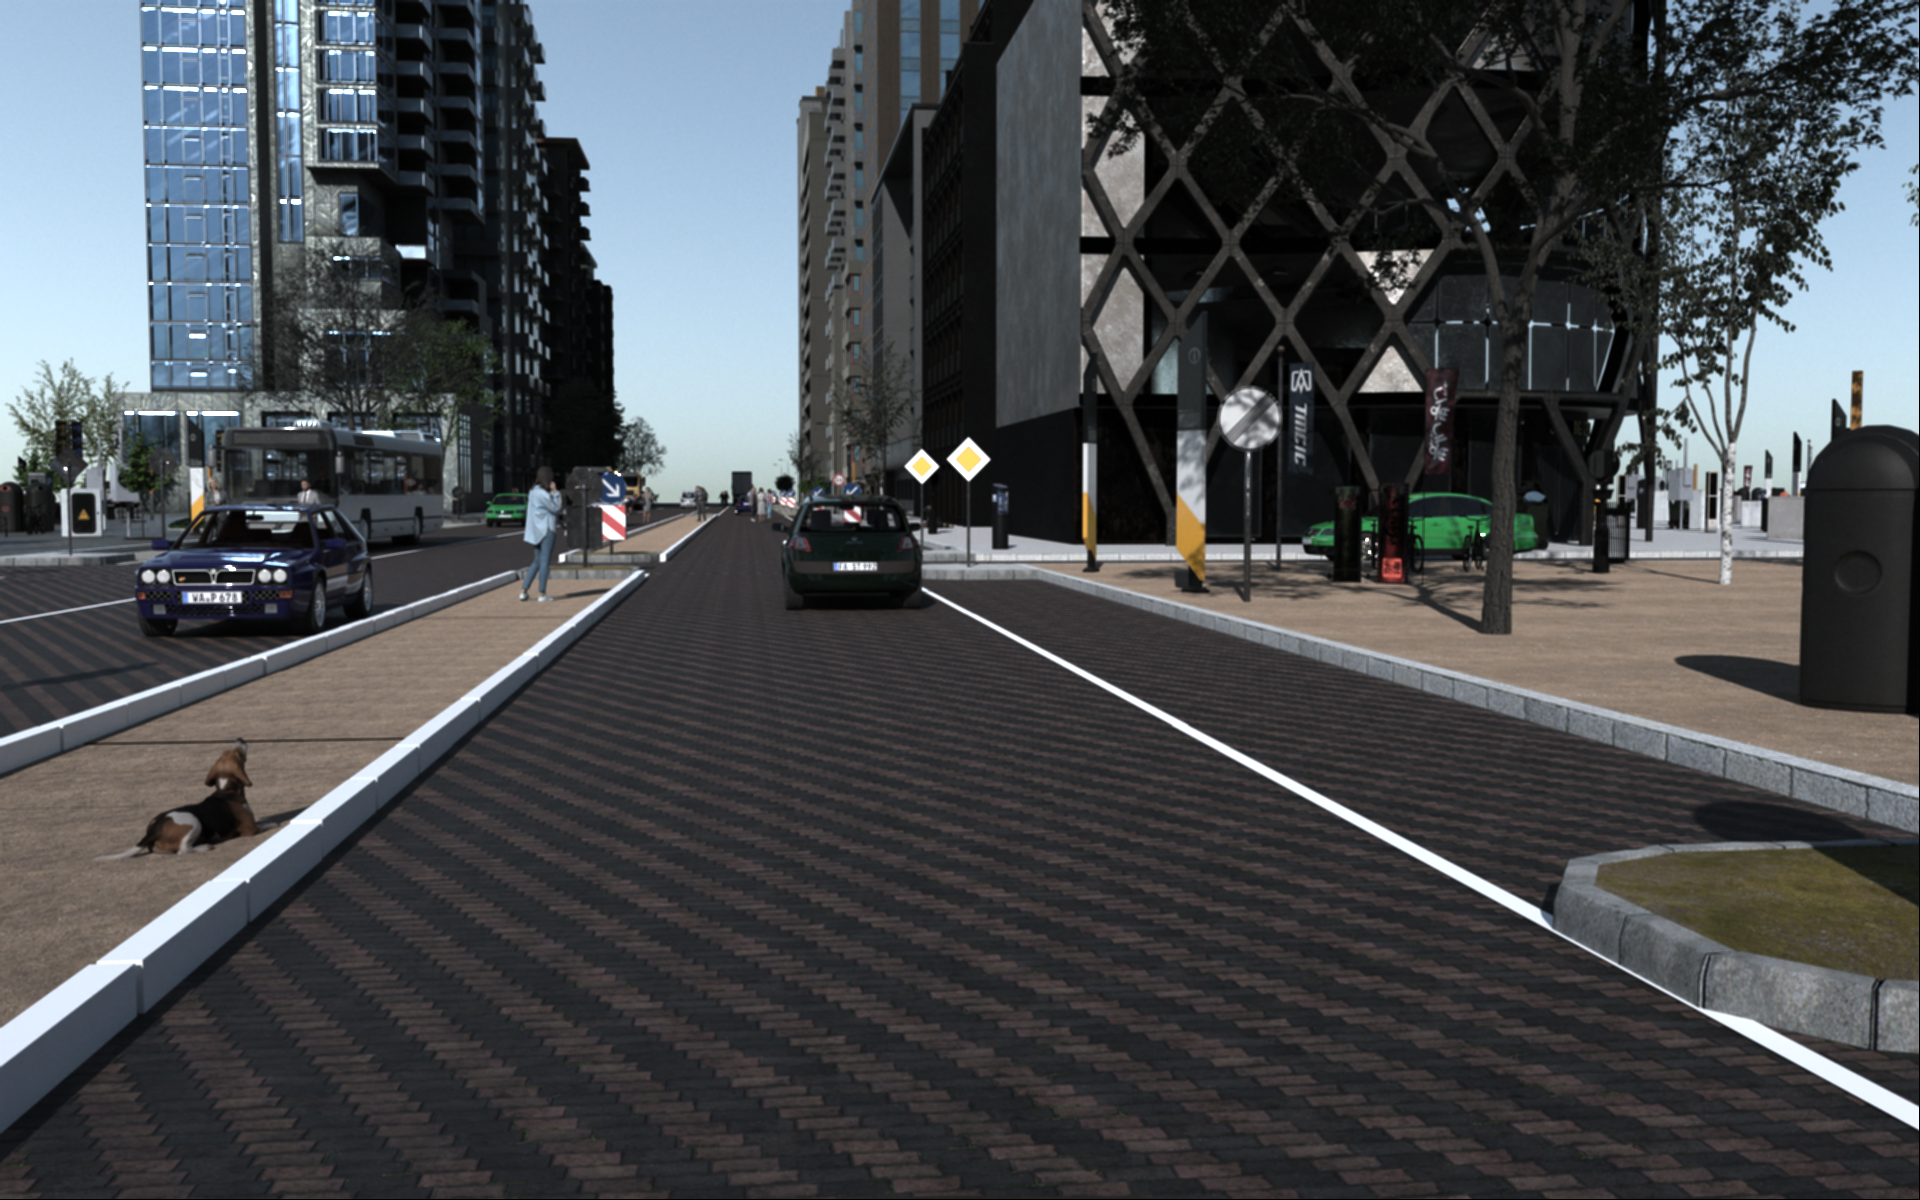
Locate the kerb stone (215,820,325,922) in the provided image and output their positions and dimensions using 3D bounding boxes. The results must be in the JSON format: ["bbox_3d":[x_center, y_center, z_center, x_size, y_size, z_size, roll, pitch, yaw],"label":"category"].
[{"bbox_3d":[-2.496,0.977,6.279,0.120,0.150,1.000,0,4,-7],"label":"kerb stone"}]

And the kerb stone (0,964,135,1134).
[{"bbox_3d":[-2.255,1.099,4.243,0.120,0.150,1.000,0,4,-7],"label":"kerb stone"}]

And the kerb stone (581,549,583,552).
[{"bbox_3d":[-8.843,-1.094,40.137,0.120,0.150,1.000,0,4,-7],"label":"kerb stone"}]

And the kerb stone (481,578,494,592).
[{"bbox_3d":[-7.003,-0.189,25.368,0.120,0.150,1.000,0,4,-7],"label":"kerb stone"}]

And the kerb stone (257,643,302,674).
[{"bbox_3d":[-5.595,0.491,14.160,0.120,0.150,1.000,0,4,-7],"label":"kerb stone"}]

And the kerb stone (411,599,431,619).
[{"bbox_3d":[-6.366,0.118,20.264,0.120,0.150,1.000,0,4,-7],"label":"kerb stone"}]

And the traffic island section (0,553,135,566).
[{"bbox_3d":[-18.575,-0.847,36.133,2.009,0.180,2.903,0,4,-7],"label":"traffic island section"}]

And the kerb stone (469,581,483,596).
[{"bbox_3d":[-6.880,-0.130,24.341,0.120,0.150,1.000,0,4,-7],"label":"kerb stone"}]

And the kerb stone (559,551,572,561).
[{"bbox_3d":[-8.467,-0.910,37.078,0.120,0.150,1.000,0,4,-7],"label":"kerb stone"}]

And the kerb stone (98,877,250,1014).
[{"bbox_3d":[-2.371,1.036,5.259,0.120,0.150,1.000,0,4,-7],"label":"kerb stone"}]

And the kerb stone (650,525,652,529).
[{"bbox_3d":[-12.407,-2.839,68.619,0.120,0.150,1.000,0,4,-7],"label":"kerb stone"}]

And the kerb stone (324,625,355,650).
[{"bbox_3d":[-5.859,0.370,16.190,0.120,0.150,1.000,0,4,-7],"label":"kerb stone"}]

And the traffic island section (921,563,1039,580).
[{"bbox_3d":[0.169,-0.497,30.413,2.009,0.180,2.903,0,4,-7],"label":"traffic island section"}]

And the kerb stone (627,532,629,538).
[{"bbox_3d":[-10.751,-2.030,55.392,0.120,0.150,1.000,0,4,-7],"label":"kerb stone"}]

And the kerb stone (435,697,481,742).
[{"bbox_3d":[-3.018,0.728,10.365,0.120,0.150,1.000,0,4,-7],"label":"kerb stone"}]

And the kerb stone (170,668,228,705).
[{"bbox_3d":[-5.354,0.616,12.123,0.120,0.150,1.000,0,4,-7],"label":"kerb stone"}]

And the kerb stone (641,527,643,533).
[{"bbox_3d":[-11.641,-2.467,62.523,0.120,0.150,1.000,0,4,-7],"label":"kerb stone"}]

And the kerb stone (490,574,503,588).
[{"bbox_3d":[-7.132,-0.256,26.382,0.120,0.150,1.000,0,4,-7],"label":"kerb stone"}]

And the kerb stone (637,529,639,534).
[{"bbox_3d":[-11.390,-2.341,60.475,0.120,0.150,1.000,0,4,-7],"label":"kerb stone"}]

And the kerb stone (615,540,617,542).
[{"bbox_3d":[-10.121,-1.717,50.297,0.120,0.150,1.000,0,4,-7],"label":"kerb stone"}]

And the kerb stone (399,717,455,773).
[{"bbox_3d":[-2.885,0.786,9.347,0.120,0.150,1.000,0,4,-7],"label":"kerb stone"}]

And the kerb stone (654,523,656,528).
[{"bbox_3d":[-12.787,-3.024,71.669,0.120,0.150,1.000,0,4,-7],"label":"kerb stone"}]

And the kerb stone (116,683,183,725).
[{"bbox_3d":[-5.225,0.678,11.106,0.120,0.150,1.000,0,4,-7],"label":"kerb stone"}]

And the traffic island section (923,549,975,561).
[{"bbox_3d":[-0.820,-0.982,38.337,2.009,0.180,2.903,0,4,-7],"label":"traffic island section"}]

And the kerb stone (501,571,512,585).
[{"bbox_3d":[-7.259,-0.318,27.396,0.120,0.150,1.000,0,4,-7],"label":"kerb stone"}]

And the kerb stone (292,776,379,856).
[{"bbox_3d":[-2.631,0.911,7.305,0.120,0.150,1.000,0,4,-7],"label":"kerb stone"}]

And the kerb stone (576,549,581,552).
[{"bbox_3d":[-8.721,-1.035,39.117,0.120,0.150,1.000,0,4,-7],"label":"kerb stone"}]

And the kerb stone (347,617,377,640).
[{"bbox_3d":[-5.990,0.305,17.204,0.120,0.150,1.000,0,4,-7],"label":"kerb stone"}]

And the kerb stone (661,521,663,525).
[{"bbox_3d":[-13.556,-3.400,77.782,0.120,0.150,1.000,0,4,-7],"label":"kerb stone"}]

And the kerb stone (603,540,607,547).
[{"bbox_3d":[-9.606,-1.470,46.237,0.120,0.150,1.000,0,4,-7],"label":"kerb stone"}]

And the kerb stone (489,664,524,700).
[{"bbox_3d":[-3.269,0.601,12.400,0.120,0.150,1.000,0,4,-7],"label":"kerb stone"}]

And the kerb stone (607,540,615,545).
[{"bbox_3d":[-9.994,-1.651,49.282,0.120,0.150,1.000,0,4,-7],"label":"kerb stone"}]

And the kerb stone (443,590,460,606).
[{"bbox_3d":[-6.621,0.000,22.303,0.120,0.150,1.000,0,4,-7],"label":"kerb stone"}]

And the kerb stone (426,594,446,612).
[{"bbox_3d":[-6.494,0.056,21.288,0.120,0.150,1.000,0,4,-7],"label":"kerb stone"}]

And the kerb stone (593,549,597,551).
[{"bbox_3d":[-9.357,-1.346,44.201,0.120,0.150,1.000,0,4,-7],"label":"kerb stone"}]

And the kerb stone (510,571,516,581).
[{"bbox_3d":[-7.386,-0.380,28.415,0.120,0.150,1.000,0,4,-7],"label":"kerb stone"}]

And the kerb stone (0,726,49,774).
[{"bbox_3d":[-4.973,0.803,9.074,0.120,0.150,1.000,0,4,-7],"label":"kerb stone"}]

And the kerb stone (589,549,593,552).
[{"bbox_3d":[-9.101,-1.221,42.173,0.120,0.150,1.000,0,4,-7],"label":"kerb stone"}]

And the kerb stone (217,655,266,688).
[{"bbox_3d":[-5.485,0.558,13.137,0.120,0.150,1.000,0,4,-7],"label":"kerb stone"}]

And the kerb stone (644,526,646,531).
[{"bbox_3d":[-11.900,-2.591,64.552,0.120,0.150,1.000,0,4,-7],"label":"kerb stone"}]

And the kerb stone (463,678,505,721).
[{"bbox_3d":[-3.140,0.661,11.386,0.120,0.150,1.000,0,4,-7],"label":"kerb stone"}]

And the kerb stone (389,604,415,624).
[{"bbox_3d":[-6.244,0.180,19.249,0.120,0.150,1.000,0,4,-7],"label":"kerb stone"}]

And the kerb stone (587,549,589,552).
[{"bbox_3d":[-8.984,-1.156,41.158,0.120,0.150,1.000,0,4,-7],"label":"kerb stone"}]

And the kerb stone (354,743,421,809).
[{"bbox_3d":[-2.759,0.849,8.331,0.120,0.150,1.000,0,4,-7],"label":"kerb stone"}]

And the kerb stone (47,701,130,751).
[{"bbox_3d":[-5.093,0.740,10.092,0.120,0.150,1.000,0,4,-7],"label":"kerb stone"}]

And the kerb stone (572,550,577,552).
[{"bbox_3d":[-8.586,-0.969,38.094,0.120,0.150,1.000,0,4,-7],"label":"kerb stone"}]

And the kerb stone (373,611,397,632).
[{"bbox_3d":[-6.116,0.247,18.229,0.120,0.150,1.000,0,4,-7],"label":"kerb stone"}]

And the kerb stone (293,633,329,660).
[{"bbox_3d":[-5.734,0.430,15.175,0.120,0.150,1.000,0,4,-7],"label":"kerb stone"}]

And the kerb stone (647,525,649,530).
[{"bbox_3d":[-12.155,-2.714,66.587,0.120,0.150,1.000,0,4,-7],"label":"kerb stone"}]

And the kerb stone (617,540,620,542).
[{"bbox_3d":[-10.249,-1.781,51.320,0.120,0.150,1.000,0,4,-7],"label":"kerb stone"}]

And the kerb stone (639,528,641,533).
[{"bbox_3d":[-11.516,-2.404,61.501,0.120,0.150,1.000,0,4,-7],"label":"kerb stone"}]

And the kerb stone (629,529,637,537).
[{"bbox_3d":[-11.261,-2.278,59.459,0.120,0.150,1.000,0,4,-7],"label":"kerb stone"}]

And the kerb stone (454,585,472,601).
[{"bbox_3d":[-6.747,-0.069,23.320,0.120,0.150,1.000,0,4,-7],"label":"kerb stone"}]
